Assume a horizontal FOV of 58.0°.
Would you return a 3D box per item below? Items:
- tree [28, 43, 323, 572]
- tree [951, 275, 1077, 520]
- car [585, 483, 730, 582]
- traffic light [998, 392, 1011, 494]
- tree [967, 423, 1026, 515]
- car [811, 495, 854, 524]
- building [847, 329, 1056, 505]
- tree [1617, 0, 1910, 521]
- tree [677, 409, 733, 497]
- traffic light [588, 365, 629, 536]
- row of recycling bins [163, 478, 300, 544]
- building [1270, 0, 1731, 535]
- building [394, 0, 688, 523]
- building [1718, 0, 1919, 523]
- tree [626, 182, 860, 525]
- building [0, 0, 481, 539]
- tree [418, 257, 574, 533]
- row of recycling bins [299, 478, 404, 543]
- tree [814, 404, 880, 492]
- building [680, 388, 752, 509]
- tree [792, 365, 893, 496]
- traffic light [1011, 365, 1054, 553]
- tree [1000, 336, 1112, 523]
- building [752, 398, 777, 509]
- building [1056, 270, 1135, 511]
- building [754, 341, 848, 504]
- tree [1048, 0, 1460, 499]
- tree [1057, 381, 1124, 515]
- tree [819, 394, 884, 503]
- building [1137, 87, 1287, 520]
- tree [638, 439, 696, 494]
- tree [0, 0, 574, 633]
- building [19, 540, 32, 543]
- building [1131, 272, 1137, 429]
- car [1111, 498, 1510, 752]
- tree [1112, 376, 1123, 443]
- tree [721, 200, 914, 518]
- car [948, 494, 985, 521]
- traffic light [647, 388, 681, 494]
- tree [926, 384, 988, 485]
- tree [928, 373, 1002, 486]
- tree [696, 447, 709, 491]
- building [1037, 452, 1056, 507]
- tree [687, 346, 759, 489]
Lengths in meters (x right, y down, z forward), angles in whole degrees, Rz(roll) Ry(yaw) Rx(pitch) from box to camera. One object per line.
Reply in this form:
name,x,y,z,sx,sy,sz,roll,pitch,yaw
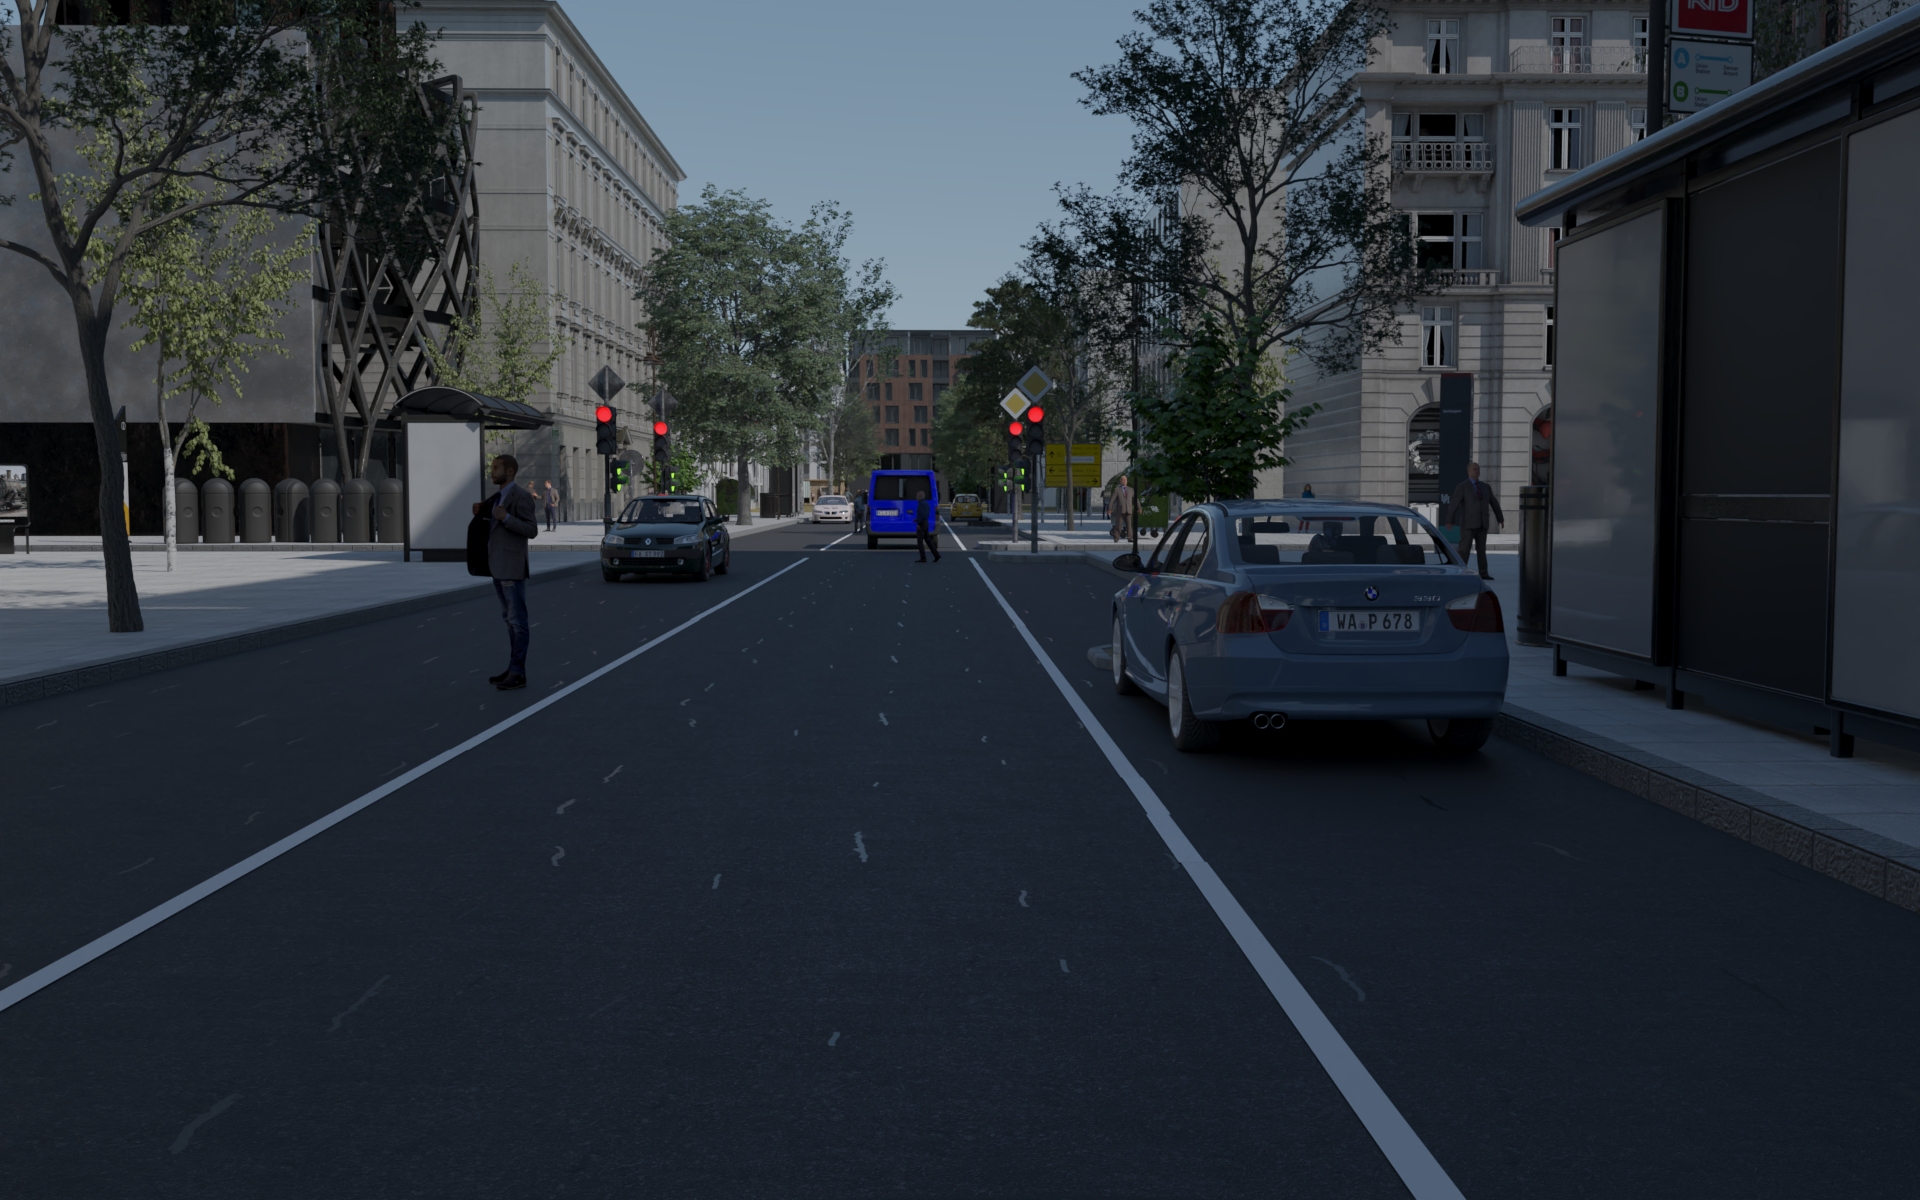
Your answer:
tree,-12.786,-4.774,28.419,4.737,8.622,4.395,0,3,0
tree,2.798,-9.989,85.378,6.751,12.117,7.091,0,3,0
car,-4.990,-1.212,29.607,2.009,1.686,4.222,0,4,0
traffic light,1.427,-3.435,45.407,0.839,4.213,0.868,0,4,-1
tree,2.888,-9.476,105.296,4.737,8.622,4.395,0,3,0
car,-6.203,-4.400,84.307,2.083,1.381,4.827,0,4,-2
building,2.056,-23.370,226.071,32.646,21.610,27.936,0,4,-1
tree,8.992,-4.173,18.595,4.360,8.622,3.978,0,3,0
tree,-13.750,-8.762,93.615,4.737,8.622,4.395,0,3,0
traffic light,-7.565,-2.934,37.217,0.839,4.213,0.868,0,4,-1
row of recycling bins,-18.864,-2.331,45.232,3.534,1.692,1.069,-2,4,-29
building,24.036,-13.358,60.202,24.055,21.916,13.314,0,4,-1
building,-26.331,-19.594,96.769,17.030,29.872,44.131,0,4,-1
building,18.945,-14.049,17.089,14.401,28.519,23.554,0,4,-1
tree,-8.879,-10.028,70.609,9.857,13.997,8.962,0,3,0
building,-25.793,-11.805,60.458,16.820,18.784,16.811,0,4,-1
tree,-14.025,-6.284,53.113,4.737,8.622,4.395,0,3,0
row of recycling bins,-15.296,-2.346,45.476,3.534,1.692,1.069,0,4,-1
tree,-11.922,-14.982,179.371,7.601,10.594,8.767,-2,4,-25
building,-22.411,-11.797,135.021,9.099,9.664,28.070,0,4,-1
tree,-11.545,-15.519,164.101,12.009,13.543,11.850,0,3,0
traffic light,1.594,-2.947,37.423,0.839,4.213,0.868,0,4,-1
tree,3.852,-7.669,75.752,4.360,8.622,3.978,0,3,0
building,-22.719,-13.510,163.038,9.099,9.664,28.070,0,4,-1
building,17.655,-17.073,145.600,16.747,18.905,31.486,0,4,-1
building,-20.142,-22.245,220.128,11.380,20.091,16.016,0,4,-1
tree,4.489,-5.752,28.456,7.601,10.594,8.767,-1,4,-10
tree,8.054,-9.562,106.699,4.737,8.622,4.395,0,3,0
tree,-12.179,-16.699,191.155,7.486,12.596,7.792,0,3,0
building,15.414,-14.403,90.238,10.420,20.320,16.860,0,4,-1
tree,-9.089,-3.540,52.483,1.663,3.219,1.824,0,3,0
tree,-8.062,-4.993,16.041,7.601,10.594,8.767,2,4,31
building,-31.087,-11.490,21.152,30.059,22.955,16.112,0,4,-1
building,19.443,-15.004,112.763,16.820,18.784,16.811,0,4,-1
car,2.021,0.065,10.936,2.014,1.417,4.499,0,4,-2
tree,7.203,-8.994,97.410,4.360,8.622,3.978,0,3,0
tree,-8.723,-15.518,109.602,12.611,20.169,13.585,0,3,0
car,0.360,-5.040,92.620,2.015,1.641,3.980,0,4,1
traffic light,-7.732,-3.422,45.200,0.839,4.213,0.868,0,4,-1
tree,0.776,-17.725,196.460,9.857,13.997,8.962,0,3,0
tree,0.828,-14.944,162.468,7.486,12.596,7.792,0,3,0
tree,-9.465,-4.015,60.244,1.663,3.219,1.824,0,3,0
building,12.885,-14.273,175.511,9.099,9.664,28.070,0,4,-1
tree,-11.735,-8.199,84.410,4.360,8.622,3.978,0,3,0
